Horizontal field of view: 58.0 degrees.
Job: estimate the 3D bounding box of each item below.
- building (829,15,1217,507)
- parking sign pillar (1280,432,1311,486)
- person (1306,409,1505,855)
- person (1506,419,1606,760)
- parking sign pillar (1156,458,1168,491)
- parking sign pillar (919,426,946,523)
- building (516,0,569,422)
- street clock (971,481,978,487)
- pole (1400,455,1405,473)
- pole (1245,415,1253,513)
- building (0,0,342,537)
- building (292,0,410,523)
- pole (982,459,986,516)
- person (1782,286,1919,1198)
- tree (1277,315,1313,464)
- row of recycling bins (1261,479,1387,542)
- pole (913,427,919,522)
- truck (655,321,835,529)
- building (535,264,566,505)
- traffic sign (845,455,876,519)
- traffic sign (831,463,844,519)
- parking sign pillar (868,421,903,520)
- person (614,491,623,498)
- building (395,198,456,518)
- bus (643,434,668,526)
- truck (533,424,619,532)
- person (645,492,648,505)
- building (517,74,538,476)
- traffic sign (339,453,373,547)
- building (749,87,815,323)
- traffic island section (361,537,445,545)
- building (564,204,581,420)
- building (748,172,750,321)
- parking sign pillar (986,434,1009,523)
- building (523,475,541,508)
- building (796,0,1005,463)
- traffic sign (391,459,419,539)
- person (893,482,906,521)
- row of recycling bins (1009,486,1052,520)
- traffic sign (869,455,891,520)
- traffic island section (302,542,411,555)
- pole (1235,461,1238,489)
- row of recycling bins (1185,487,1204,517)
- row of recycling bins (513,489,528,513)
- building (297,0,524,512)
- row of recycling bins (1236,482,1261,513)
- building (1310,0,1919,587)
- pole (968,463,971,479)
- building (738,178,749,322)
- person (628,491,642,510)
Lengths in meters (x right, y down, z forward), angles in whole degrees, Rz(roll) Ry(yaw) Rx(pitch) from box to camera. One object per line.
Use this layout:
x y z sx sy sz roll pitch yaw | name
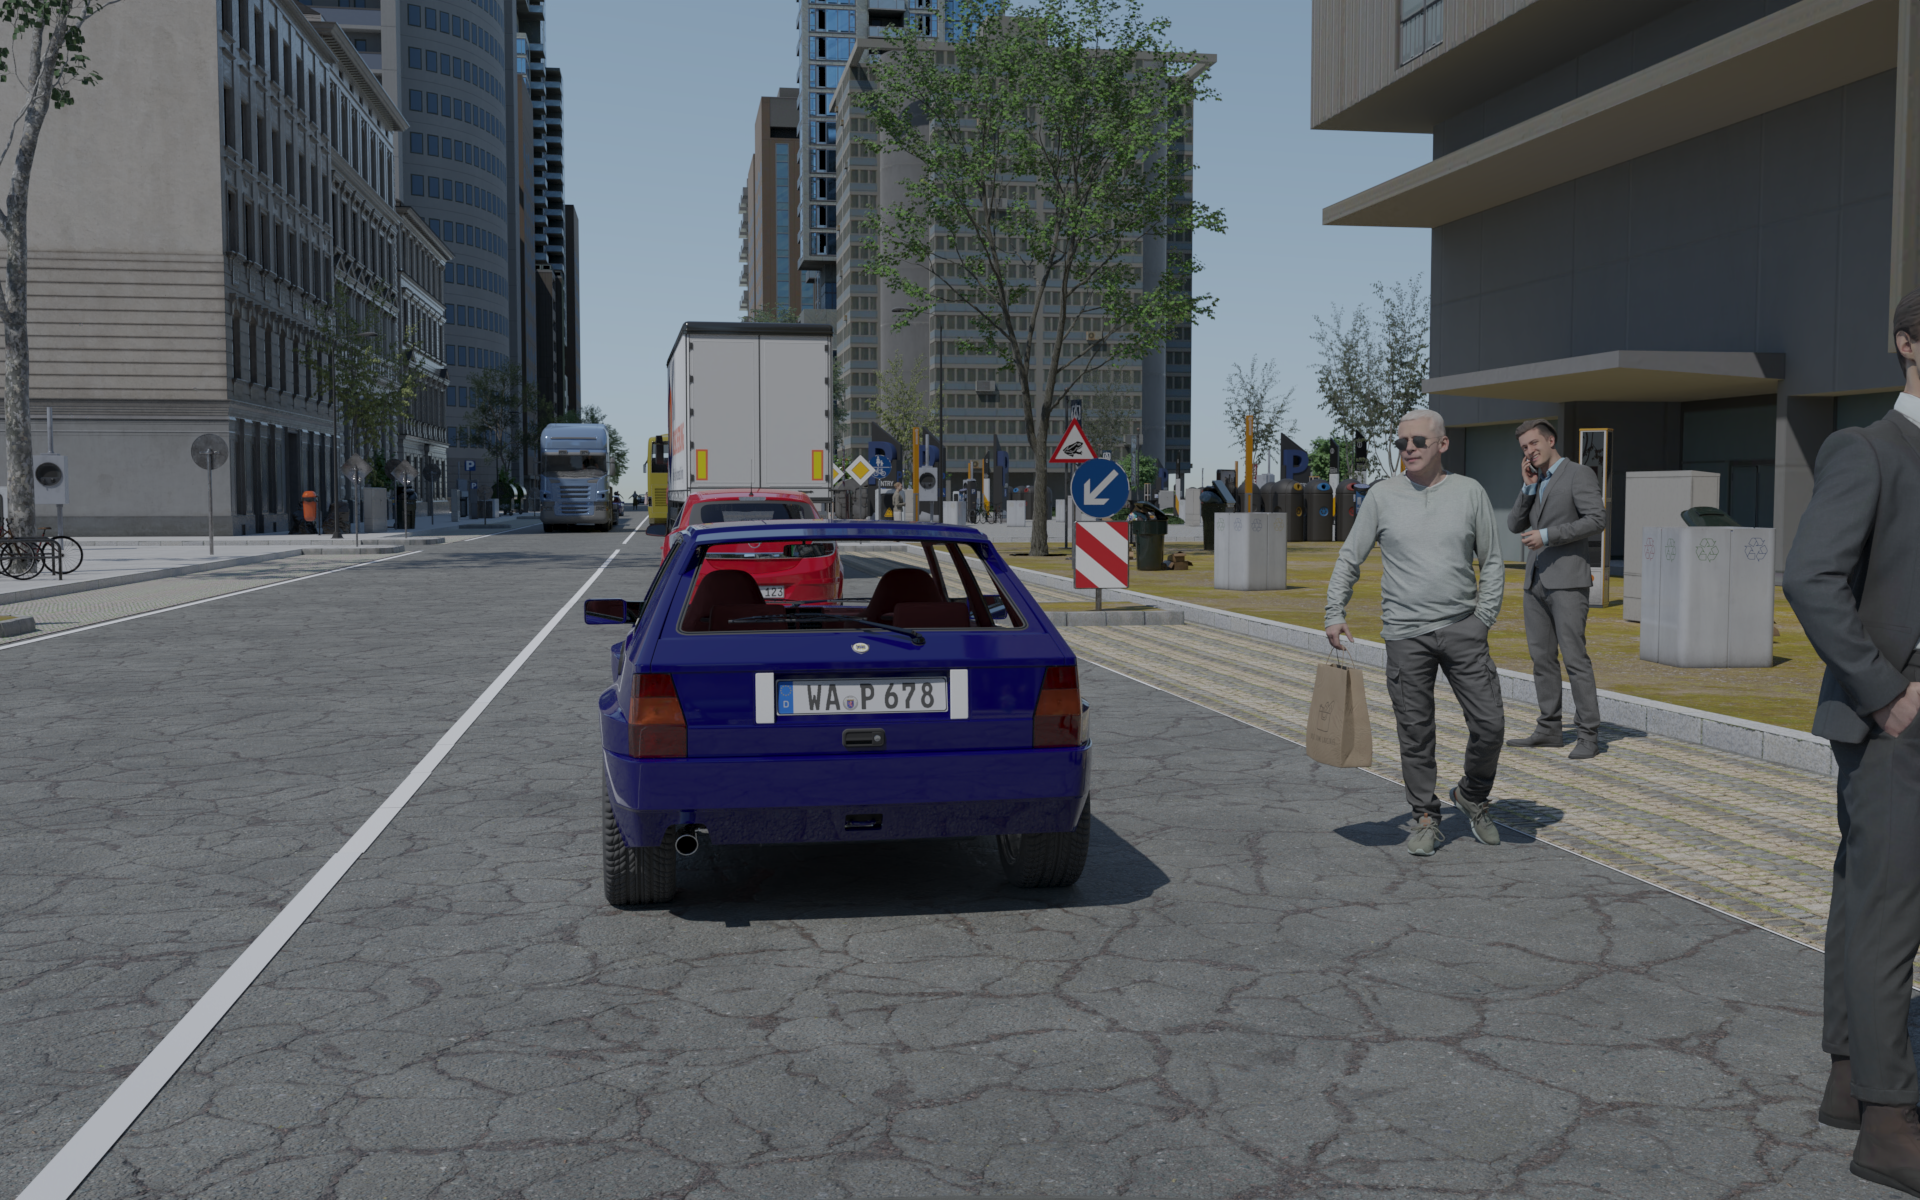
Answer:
2.499 -27.716 145.044 32.217 40.220 23.993 -1 4 -10 | building
14.706 -5.349 75.922 1.447 3.967 1.447 -1 4 -19 | parking sign pillar
1.797 0.123 6.969 0.782 1.767 0.515 1 4 11 | person
3.258 -0.076 9.549 0.447 1.846 0.655 -1 4 -21 | person
15.224 -8.678 130.357 1.447 3.967 1.447 2 4 32 | parking sign pillar
-1.121 -4.887 68.369 1.447 3.967 1.447 -3 5 -40 | parking sign pillar
-63.695 -56.401 234.826 22.319 86.520 31.000 -1 4 -10 | building
0.694 -5.380 92.541 0.471 2.002 0.358 -3 4 -36 | street clock
15.977 -4.200 62.514 0.158 3.312 0.155 0 3 0 | pole
7.483 -3.122 44.880 0.158 3.312 0.155 0 3 0 | pole
-28.077 -12.878 59.710 9.793 20.994 18.267 -1 4 -10 | building
-31.975 -15.266 78.483 11.050 23.489 19.941 -1 4 -10 | building
1.398 -6.536 100.703 0.158 3.312 0.155 0 3 0 | pole
2.110 0.252 3.742 0.474 1.900 0.648 3 5 44 | person
15.129 -7.076 66.057 4.360 8.622 3.978 0 3 0 | tree
10.056 -2.418 46.648 3.534 1.692 1.069 -1 4 -10 | row of recycling bins
-1.346 -3.618 53.005 0.158 3.312 0.155 0 3 0 | pole
-4.385 -2.745 33.802 2.839 4.237 11.283 -1 4 -11 | truck
-56.370 -27.058 214.098 14.160 30.474 14.107 -1 4 -10 | building
-2.533 -2.473 44.080 0.795 2.450 0.064 -1 4 -10 | traffic sign
-3.861 -2.955 51.954 0.795 2.450 0.064 -1 4 -10 | traffic sign
-2.765 -4.613 63.889 1.447 3.967 1.447 2 4 33 | parking sign pillar
-32.281 -9.434 163.266 1.217 1.766 0.721 1 4 8 | person
-35.444 -14.356 99.342 10.561 19.102 19.286 -1 4 -10 | building
-11.209 -4.753 69.252 2.896 3.916 12.252 -1 4 -10 | bus
-15.640 -5.032 72.027 2.967 4.110 18.799 -1 4 -10 | truck
-40.361 -13.088 223.158 0.621 1.740 0.551 -2 4 -25 | person
-51.859 -32.443 180.556 14.600 45.320 14.200 -1 4 -10 | building
-14.660 -2.350 42.063 0.795 2.450 0.064 -1 4 -10 | traffic sign
-15.396 -33.182 192.640 14.600 45.320 14.200 -1 4 -10 | building
-16.010 -1.695 49.995 2.009 0.180 2.903 -1 4 -10 | traffic island section
-64.138 -37.234 258.884 14.600 45.320 14.200 -1 4 -10 | building
-19.936 -35.066 223.441 14.600 45.320 14.200 -1 4 -10 | building
1.859 -5.498 78.357 1.447 3.967 1.447 1 4 15 | parking sign pillar
-56.220 -28.671 160.650 32.217 40.220 23.993 -1 4 -10 | building
-7.237 -52.425 169.826 22.319 86.520 31.000 -1 4 -10 | building
-15.988 -2.831 49.937 0.795 2.450 0.064 -1 4 -10 | traffic sign
-1.684 -2.400 48.282 0.362 1.759 0.519 -1 4 -9 | person
3.297 -4.874 86.807 1.069 1.692 3.534 -3 5 -40 | row of recycling bins
-2.617 -3.442 56.375 0.768 2.556 0.104 0 4 -7 | traffic sign
-14.682 -1.213 42.121 2.009 0.180 2.903 -1 4 -10 | traffic island section
17.045 -6.911 106.830 0.158 3.312 0.155 0 3 0 | pole
14.019 -5.637 99.278 1.069 1.692 3.534 -1 4 -21 | row of recycling bins
-30.552 -6.923 120.306 1.069 1.692 3.534 -1 4 -20 | row of recycling bins
-46.310 -36.255 134.772 21.231 58.520 28.212 -1 4 -10 | building
10.063 -3.117 58.078 3.534 1.692 1.069 -2 4 -23 | row of recycling bins
22.443 -26.557 23.441 28.713 52.752 27.495 -1 4 -10 | building
0.654 -7.367 114.291 0.158 3.312 0.155 0 3 0 | pole
-19.917 -38.329 246.287 23.786 49.044 30.456 -1 4 -10 | building
-29.344 -8.999 156.361 1.217 1.736 0.721 0 4 -3 | person
